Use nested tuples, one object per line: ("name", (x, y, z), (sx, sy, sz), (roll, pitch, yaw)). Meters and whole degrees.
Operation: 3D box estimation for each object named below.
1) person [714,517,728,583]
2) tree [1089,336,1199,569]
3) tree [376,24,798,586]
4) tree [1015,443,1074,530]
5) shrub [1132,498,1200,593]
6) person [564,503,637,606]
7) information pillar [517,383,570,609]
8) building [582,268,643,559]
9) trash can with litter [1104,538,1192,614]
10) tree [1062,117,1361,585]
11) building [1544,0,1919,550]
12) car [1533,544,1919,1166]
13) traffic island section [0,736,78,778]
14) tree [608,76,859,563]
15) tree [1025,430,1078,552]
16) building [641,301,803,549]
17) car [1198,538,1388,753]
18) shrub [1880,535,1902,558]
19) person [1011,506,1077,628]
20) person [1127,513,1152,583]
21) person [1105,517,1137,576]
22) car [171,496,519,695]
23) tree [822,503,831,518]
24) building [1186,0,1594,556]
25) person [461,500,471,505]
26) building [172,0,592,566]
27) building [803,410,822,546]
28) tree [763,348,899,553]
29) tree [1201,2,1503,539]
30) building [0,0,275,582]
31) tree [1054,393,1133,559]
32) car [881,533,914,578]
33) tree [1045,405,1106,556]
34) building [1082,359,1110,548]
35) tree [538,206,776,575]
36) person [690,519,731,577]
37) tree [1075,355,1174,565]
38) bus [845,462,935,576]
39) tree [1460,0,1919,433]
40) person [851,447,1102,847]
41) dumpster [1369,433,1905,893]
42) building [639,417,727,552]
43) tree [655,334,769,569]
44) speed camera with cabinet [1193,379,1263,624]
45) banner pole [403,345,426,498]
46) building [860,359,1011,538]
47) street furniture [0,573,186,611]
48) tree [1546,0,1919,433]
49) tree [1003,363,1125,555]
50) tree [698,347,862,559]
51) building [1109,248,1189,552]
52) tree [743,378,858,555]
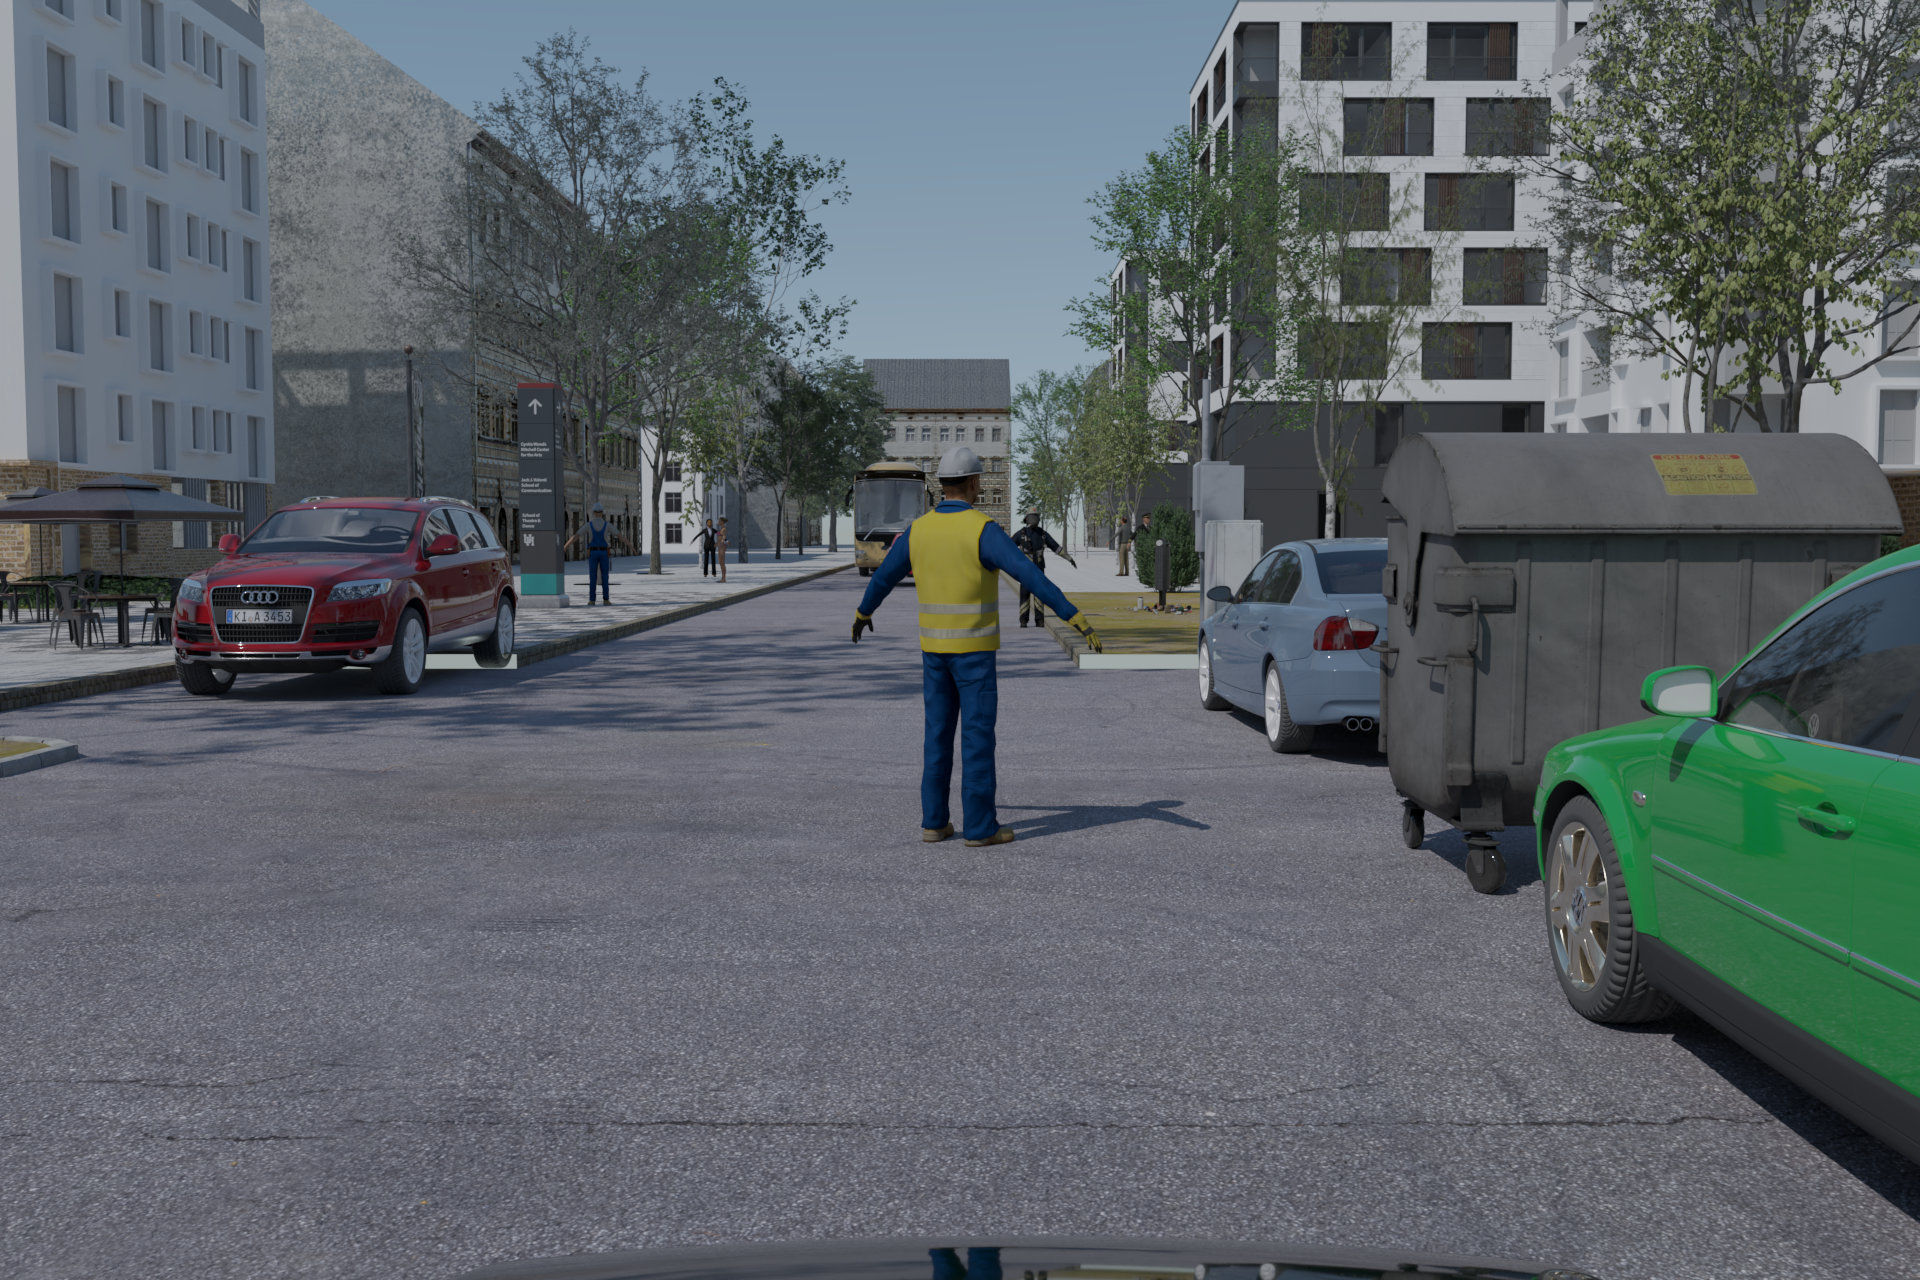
("person", (-6.348, -2.377, 45.666), (0.721, 1.733, 1.217), (-1, 4, -14))
("tree", (6.551, -6.931, 63.681), (4.737, 8.622, 4.395), (0, 3, 0))
("tree", (-9.232, -8.108, 42.940), (12.009, 13.543, 11.850), (0, 3, 0))
("tree", (10.620, -18.098, 214.024), (7.486, 12.596, 7.792), (0, 3, 0))
("shrub", (4.555, -2.071, 37.896), (1.661, 2.075, 1.752), (0, 3, 0))
("person", (-6.498, -1.548, 31.159), (1.347, 1.847, 0.705), (-1, 4, -11))
("information pillar", (-7.244, -2.484, 29.990), (0.750, 3.857, 0.750), (0, 4, 0))
("building", (-28.074, -15.994, 92.430), (19.493, 23.208, 18.063), (0, 4, 0))
("trash can with litter", (3.288, -1.074, 28.620), (1.678, 1.210, 2.233), (0, 3, 0))
("tree", (6.322, -7.238, 44.105), (9.928, 11.665, 9.643), (0, 3, 0))
("building", (25.387, -12.341, 58.201), (16.016, 20.090, 11.380), (0, 4, 0))
("car", (2.685, 0.311, 3.713), (1.959, 1.807, 4.718), (0, 4, 0))
("traffic island section", (-6.626, 0.751, 10.582), (1.991, 0.108, 1.994), (0, 3, 0))
("tree", (-10.477, -13.385, 74.735), (12.611, 20.169, 13.585), (0, 3, 0))
("tree", (6.199, -10.477, 121.667), (4.737, 8.622, 4.395), (0, 3, 0))
("building", (-24.760, -20.186, 160.969), (19.493, 23.208, 18.063), (0, 4, 0))
("car", (2.881, -0.039, 12.638), (2.014, 1.417, 4.499), (0, 4, -1))
("shrub", (19.476, -2.020, 37.442), (1.690, 2.028, 1.600), (0, 3, 0))
("person", (1.114, -1.119, 26.527), (1.354, 1.856, 0.705), (-1, 4, -11))
("person", (4.896, -2.413, 45.382), (1.347, 1.837, 0.705), (-2, 4, -29))
("person", (4.968, -2.841, 52.725), (1.348, 1.796, 0.705), (-3, 5, -40))
("car", (-5.887, -0.518, 17.139), (2.281, 1.827, 5.304), (0, 3, 0))
("tree", (-18.195, -17.055, 213.254), (7.601, 10.594, 8.767), (0, 4, -6))
("building", (24.533, -14.605, 82.764), (27.936, 21.610, 32.646), (0, 3, 0))
("person", (-8.409, -1.446, 29.407), (0.705, 1.858, 1.354), (-1, 4, -9))
("building", (-27.364, -14.849, 73.709), (19.493, 23.208, 18.063), (0, 4, 1))
("building", (-25.195, -21.935, 189.558), (19.493, 23.208, 18.063), (0, 4, 0))
("tree", (-8.854, -13.080, 120.515), (9.857, 13.997, 8.962), (0, 3, 0))
("tree", (5.137, -4.565, 24.999), (4.360, 8.622, 3.978), (0, 3, 0))
("building", (-27.728, -11.471, 43.969), (16.016, 20.090, 11.380), (0, 4, 0))
("tree", (6.651, -8.493, 89.216), (4.737, 8.622, 4.395), (0, 3, 0))
("car", (-1.174, -2.446, 49.036), (2.155, 1.783, 4.494), (0, 4, 0))
("tree", (6.517, -9.108, 99.281), (4.360, 8.622, 3.978), (0, 3, 0))
("building", (22.037, -20.697, 169.316), (19.493, 23.208, 18.063), (0, 4, 0))
("tree", (-9.451, -7.867, 54.374), (9.928, 11.665, 9.643), (0, 3, 0))
("person", (-7.441, -2.742, 51.555), (1.216, 1.740, 0.721), (-1, 4, -13))
("tree", (6.576, -7.391, 71.208), (4.737, 8.622, 4.395), (0, 3, 0))
("bus", (-2.274, -4.361, 62.850), (2.896, 3.916, 12.252), (0, 4, 0))
("tree", (13.546, -7.207, 28.203), (12.009, 13.543, 11.850), (0, 3, 0))
("person", (0.015, 0.023, 8.044), (1.349, 1.833, 0.705), (2, 4, 31))
("dumpster", (2.785, 0.052, 7.373), (1.865, 1.857, 1.264), (0, 4, -1))
("building", (-23.171, -11.997, 138.293), (9.099, 9.664, 28.070), (0, 4, -1))
("tree", (-9.358, -6.918, 63.466), (4.737, 8.622, 4.395), (0, 3, 0))
("speed camera with cabinet", (3.333, -1.665, 21.553), (0.660, 3.252, 2.038), (0, 4, 0))
("banner pole", (-7.286, -2.031, 23.220), (0.401, 3.779, 0.863), (0, 4, 0))
("building", (-2.945, -23.390, 215.817), (18.063, 23.208, 19.493), (0, 4, 0))
("street furniture", (-16.108, -1.036, 32.570), (10.072, 0.657, 5.734), (3, 5, 44))
("tree", (8.906, -4.258, 19.989), (4.737, 8.622, 4.395), (0, 3, 0))
("tree", (6.375, -11.049, 106.406), (9.928, 11.665, 9.643), (0, 3, 0))
("tree", (-9.201, -9.328, 86.918), (8.767, 10.594, 7.601), (0, 4, -4))
("building", (25.839, -18.129, 140.389), (27.936, 21.610, 32.646), (0, 3, 0))
("tree", (-9.793, -10.398, 104.415), (8.767, 10.594, 7.601), (1, 4, 20))
